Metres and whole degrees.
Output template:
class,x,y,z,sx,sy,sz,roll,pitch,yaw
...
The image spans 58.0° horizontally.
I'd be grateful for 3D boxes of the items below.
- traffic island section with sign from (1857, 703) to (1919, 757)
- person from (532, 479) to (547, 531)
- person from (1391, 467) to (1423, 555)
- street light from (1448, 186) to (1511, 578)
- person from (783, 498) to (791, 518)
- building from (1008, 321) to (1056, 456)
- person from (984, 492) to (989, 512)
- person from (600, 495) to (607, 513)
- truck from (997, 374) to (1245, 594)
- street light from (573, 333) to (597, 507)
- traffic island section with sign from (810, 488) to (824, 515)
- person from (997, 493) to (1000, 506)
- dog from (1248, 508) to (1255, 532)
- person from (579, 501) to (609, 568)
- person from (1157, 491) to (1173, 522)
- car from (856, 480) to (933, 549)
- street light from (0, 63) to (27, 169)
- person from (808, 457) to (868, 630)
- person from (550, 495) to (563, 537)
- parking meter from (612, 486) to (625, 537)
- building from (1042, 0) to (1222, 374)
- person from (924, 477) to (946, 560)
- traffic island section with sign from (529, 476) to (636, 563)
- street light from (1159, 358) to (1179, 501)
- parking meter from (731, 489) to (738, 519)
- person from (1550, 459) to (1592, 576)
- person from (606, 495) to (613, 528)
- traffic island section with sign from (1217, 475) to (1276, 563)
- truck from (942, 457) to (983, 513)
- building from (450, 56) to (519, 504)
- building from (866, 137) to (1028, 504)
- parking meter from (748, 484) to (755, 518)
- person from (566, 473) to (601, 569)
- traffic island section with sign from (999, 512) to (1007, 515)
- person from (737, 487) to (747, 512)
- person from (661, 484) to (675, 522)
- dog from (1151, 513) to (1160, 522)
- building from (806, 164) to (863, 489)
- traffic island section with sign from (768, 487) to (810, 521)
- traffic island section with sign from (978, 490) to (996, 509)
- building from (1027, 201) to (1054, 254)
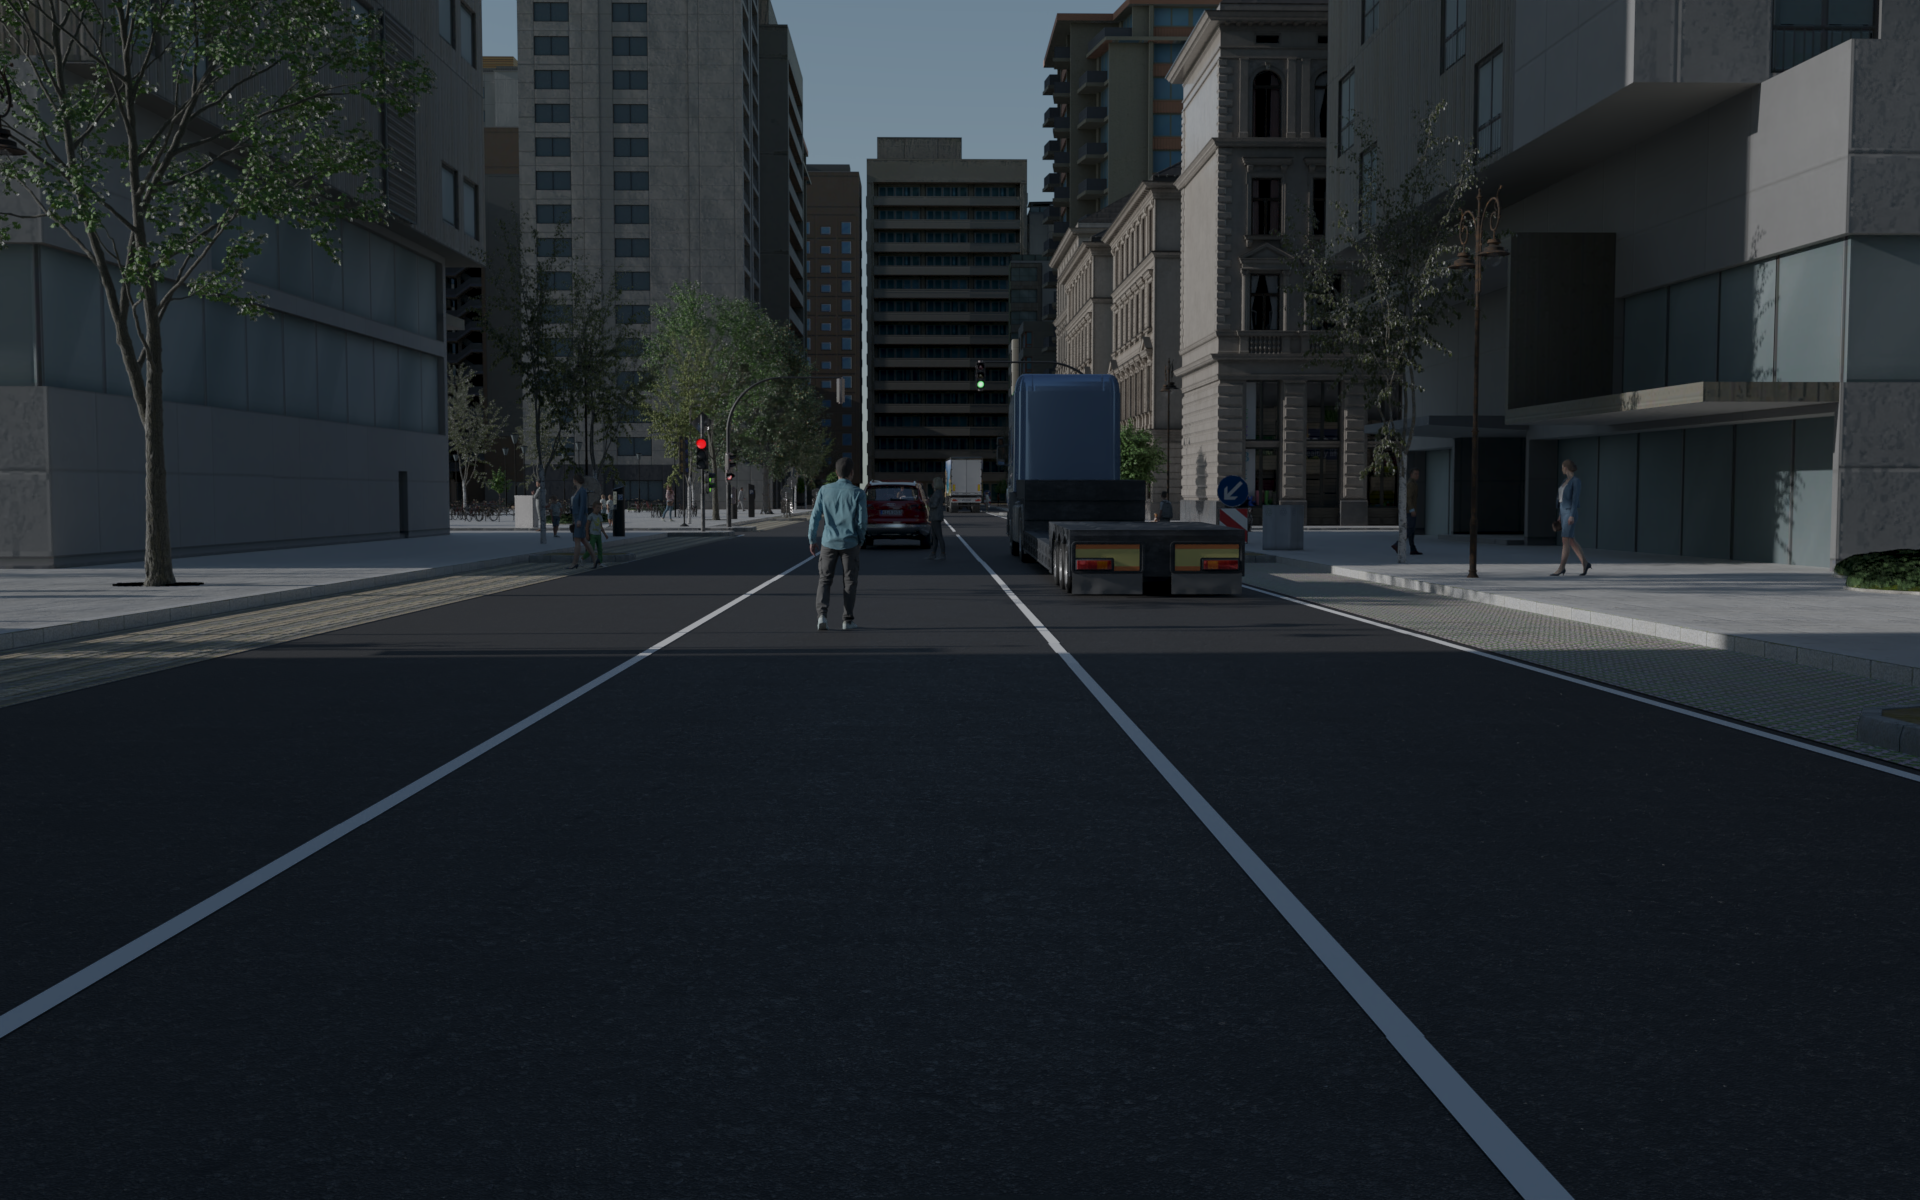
class,x,y,z,sx,sy,sz,roll,pitch,yaw
traffic island section with sign,6.177,-0.055,9.535,1.989,1.847,2.006,0,4,-1
person,-14.480,-3.264,59.586,0.466,1.800,0.511,0,4,-2
person,9.445,-1.861,36.386,0.836,1.842,0.656,-1,4,-23
street light,7.859,-3.277,26.366,0.468,5.910,1.993,0,4,-1
person,-10.161,-5.659,101.201,0.709,1.800,0.728,2,4,33
building,19.815,-20.982,188.091,27.650,21.520,28.899,0,4,-1
person,2.135,-7.807,137.958,0.330,1.601,0.589,2,4,30
person,-16.429,-4.219,79.708,0.332,1.250,0.352,-1,4,-20
truck,2.525,-2.650,33.081,2.967,4.110,18.799,0,4,-1
street light,-10.747,-4.710,49.795,0.468,5.910,1.993,0,4,-1
traffic island section with sign,-9.828,-6.787,119.598,1.989,1.847,2.006,0,4,-1
person,4.086,-10.642,183.297,0.557,1.426,1.065,0,4,-7
dog,9.879,-2.727,58.971,0.513,0.831,0.800,2,4,35
person,-7.139,-1.284,33.736,0.590,1.304,0.306,1,4,19
person,5.236,-2.048,44.575,0.523,1.515,0.503,1,4,17
car,-1.738,-2.341,46.945,2.281,1.827,5.304,0,4,1
street light,-9.859,-2.719,17.245,0.468,5.910,1.993,0,4,-1
person,-1.302,-0.599,18.321,0.660,1.820,0.620,0,4,7
person,-11.994,-2.491,51.453,0.332,1.250,0.352,1,4,22
parking meter,-10.320,-2.688,52.352,0.372,1.533,0.369,0,3,0
building,18.955,-30.820,158.526,22.147,44.769,28.867,0,4,-1
person,-0.564,-1.781,37.810,0.526,1.800,0.537,1,4,10
traffic island section with sign,-7.975,-1.725,36.829,1.989,1.847,2.006,0,4,-1
street light,7.091,-5.268,58.919,0.468,5.910,1.993,0,4,-1
parking meter,-11.527,-4.882,88.235,0.372,1.533,0.369,0,3,0
person,9.577,-1.286,27.095,0.654,1.822,0.581,1,4,14
person,-13.353,-3.388,66.114,0.332,1.250,0.352,-1,4,-12
traffic island section with sign,5.557,-1.725,36.825,1.989,1.847,2.006,0,4,-1
truck,0.205,-9.012,136.251,2.839,4.237,11.283,0,4,-3
building,-70.611,-42.475,236.466,28.212,58.520,21.231,0,4,-1
building,-1.940,-37.580,238.136,21.600,48.544,21.300,0,4,-1
parking meter,-11.398,-5.449,94.810,0.399,1.863,0.255,0,4,-4
person,-7.162,-1.487,32.841,0.654,1.822,0.581,0,4,-6
traffic island section with sign,3.717,-6.751,119.008,1.989,1.847,2.006,0,4,-1
person,-16.094,-7.389,127.134,0.850,1.792,0.678,0,4,-5
person,-13.657,-4.550,81.019,0.643,1.750,0.593,0,4,1
dog,9.141,-3.811,80.045,0.550,0.427,0.748,0,4,-6
building,-20.429,-35.711,233.987,14.200,45.320,14.600,0,4,-1
traffic island section with sign,-9.219,-5.139,92.650,1.989,1.847,2.006,0,4,-1
traffic island section with sign,2.560,-9.891,170.351,1.989,1.847,2.006,0,4,-1
building,15.992,-33.700,234.586,14.086,41.232,14.154,0,4,-1
